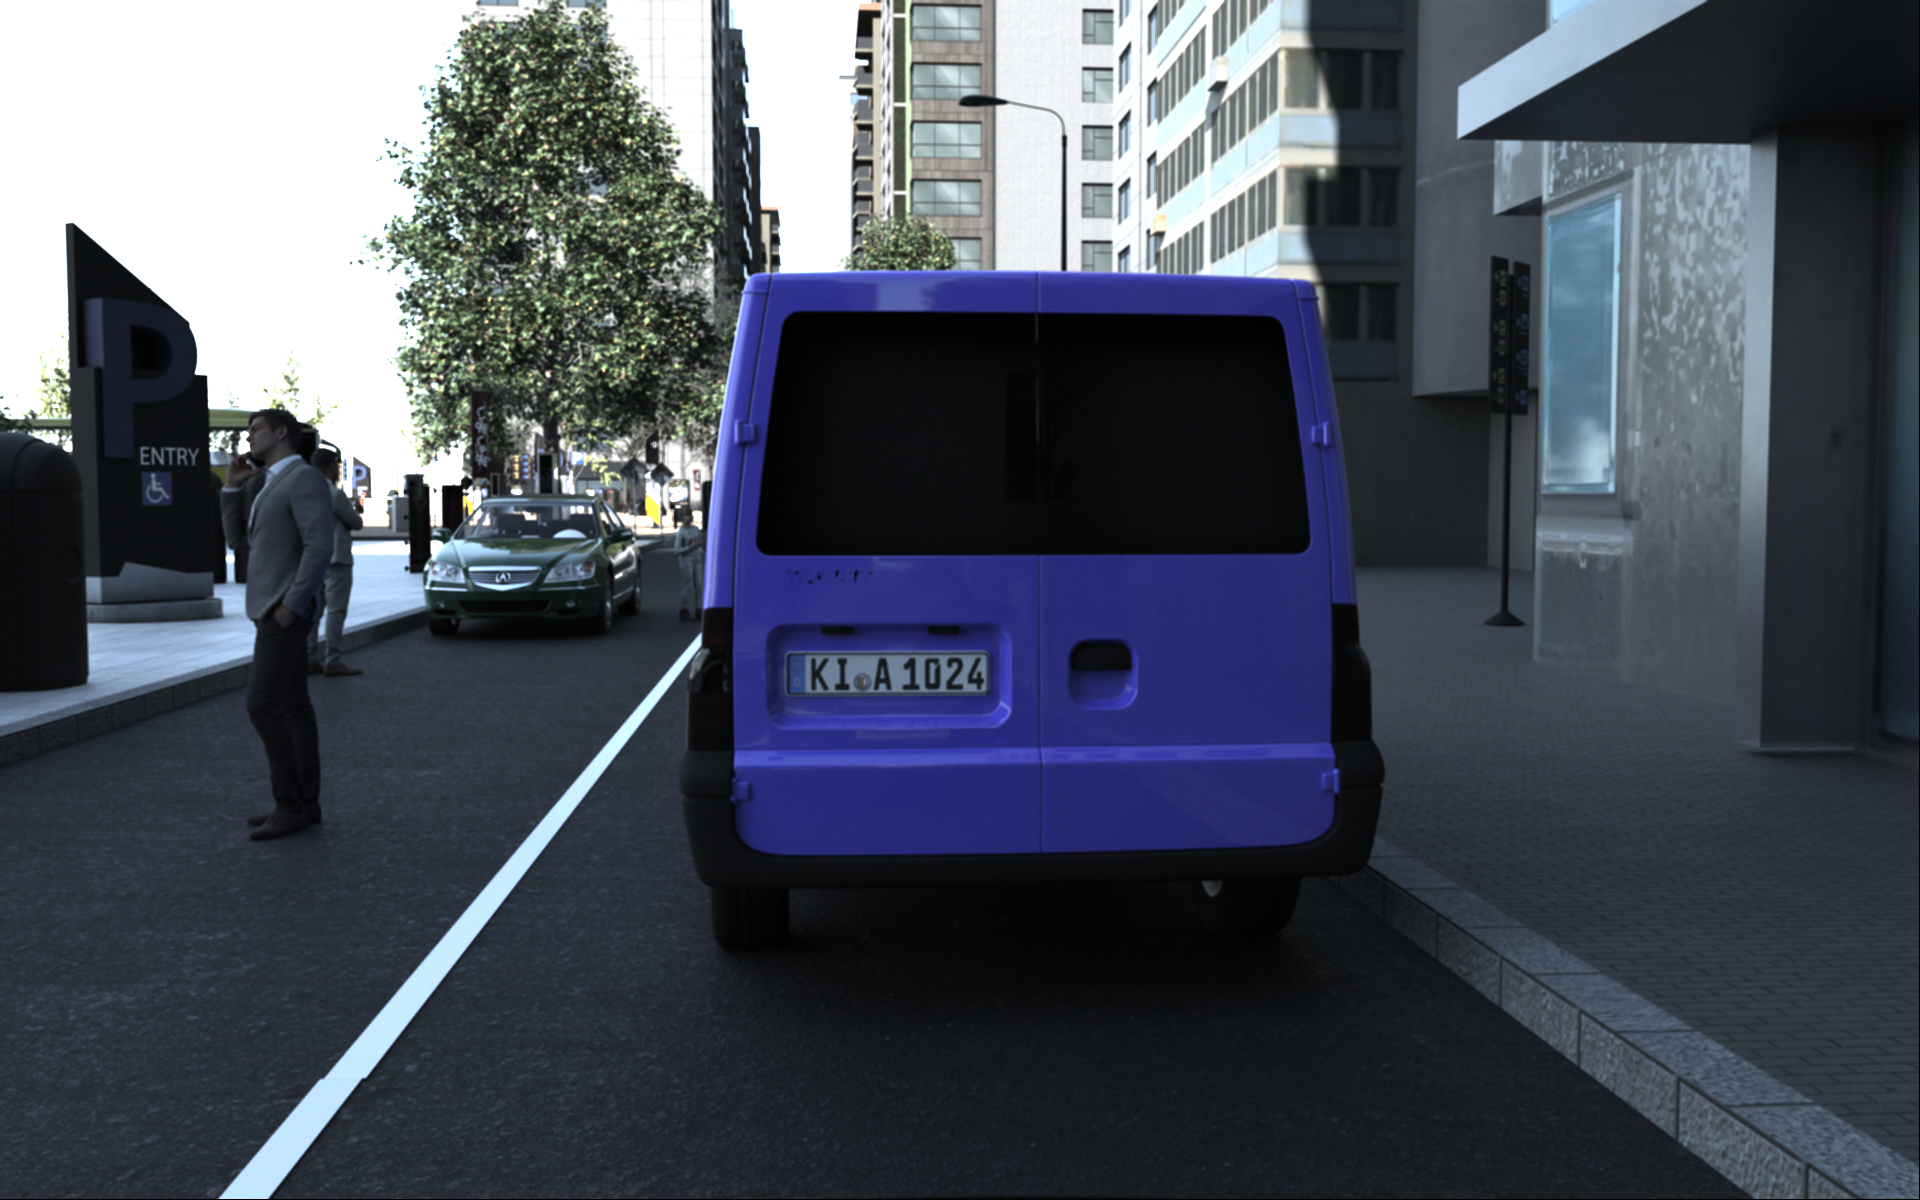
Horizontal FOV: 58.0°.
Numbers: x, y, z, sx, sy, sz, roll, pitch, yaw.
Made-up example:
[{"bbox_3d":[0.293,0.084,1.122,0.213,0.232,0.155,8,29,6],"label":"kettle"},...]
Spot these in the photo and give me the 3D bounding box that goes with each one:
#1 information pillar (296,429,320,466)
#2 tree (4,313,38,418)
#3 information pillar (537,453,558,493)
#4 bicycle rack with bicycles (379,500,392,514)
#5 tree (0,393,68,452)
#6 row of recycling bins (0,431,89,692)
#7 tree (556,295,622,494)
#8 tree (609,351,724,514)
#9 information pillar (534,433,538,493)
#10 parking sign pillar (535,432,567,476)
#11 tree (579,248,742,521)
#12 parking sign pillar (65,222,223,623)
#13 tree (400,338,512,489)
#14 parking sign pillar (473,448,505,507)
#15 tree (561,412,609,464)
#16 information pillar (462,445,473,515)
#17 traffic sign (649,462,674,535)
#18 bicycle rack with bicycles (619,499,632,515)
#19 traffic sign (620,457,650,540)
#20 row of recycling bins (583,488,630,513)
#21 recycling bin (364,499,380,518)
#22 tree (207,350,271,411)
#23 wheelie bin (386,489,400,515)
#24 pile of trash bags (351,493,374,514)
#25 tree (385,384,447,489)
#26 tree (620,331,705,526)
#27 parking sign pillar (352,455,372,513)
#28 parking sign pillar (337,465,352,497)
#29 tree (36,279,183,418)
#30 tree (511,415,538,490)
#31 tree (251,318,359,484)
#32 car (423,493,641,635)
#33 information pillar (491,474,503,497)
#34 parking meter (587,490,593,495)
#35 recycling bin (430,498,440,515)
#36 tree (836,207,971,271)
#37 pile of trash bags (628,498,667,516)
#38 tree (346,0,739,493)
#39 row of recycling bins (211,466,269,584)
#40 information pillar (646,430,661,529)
[{"bbox_3d":[-7.394,-0.925,19.612,0.304,2.012,0.304,-1,4,-20],"label":"information pillar"},{"bbox_3d":[-36.161,-7.469,72.473,4.737,8.622,4.395,0,3,0],"label":"tree"},{"bbox_3d":[-7.358,-1.619,30.969,0.304,2.012,0.304,0,4,0],"label":"information pillar"},{"bbox_3d":[-33.422,-5.398,101.633,2.852,0.926,2.925,-1,4,-22],"label":"bicycle rack with bicycles"},{"bbox_3d":[-18.367,-2.365,33.271,1.663,3.219,1.824,0,3,0],"label":"tree"},{"bbox_3d":[-7.005,-0.199,10.366,1.069,1.692,3.534,2,4,33],"label":"row of recycling bins"},{"bbox_3d":[-12.996,-6.584,58.014,4.737,8.622,4.395,0,3,0],"label":"tree"},{"bbox_3d":[-14.171,-10.123,99.917,8.767,10.594,7.601,2,4,26],"label":"tree"},{"bbox_3d":[-16.107,-4.561,65.923,0.183,3.616,0.504,0,4,-7],"label":"information pillar"},{"bbox_3d":[-17.648,-5.284,74.859,1.447,3.967,1.447,-1,4,-16],"label":"parking sign pillar"},{"bbox_3d":[-13.314,-10.601,83.692,12.009,13.543,11.850,0,3,0],"label":"tree"},{"bbox_3d":[-8.394,-1.792,17.774,1.447,3.967,1.447,2,4,30],"label":"parking sign pillar"},{"bbox_3d":[-22.022,-7.623,74.995,4.360,8.622,3.978,0,3,0],"label":"tree"},{"bbox_3d":[-21.224,-5.512,78.599,1.447,3.967,1.447,1,4,21],"label":"parking sign pillar"},{"bbox_3d":[-21.928,-10.894,112.529,8.767,10.594,7.601,0,4,-2],"label":"tree"},{"bbox_3d":[-23.304,-5.543,81.980,0.504,3.616,0.183,1,4,17],"label":"information pillar"},{"bbox_3d":[-9.377,-3.107,54.445,0.795,2.450,0.064,0,4,-5],"label":"traffic sign"},{"bbox_3d":[-24.036,-6.793,124.448,2.925,0.926,2.852,-1,4,-12],"label":"bicycle rack with bicycles"},{"bbox_3d":[-8.726,-2.620,46.486,0.795,2.450,0.064,0,4,-5],"label":"traffic sign"},{"bbox_3d":[-24.265,-6.841,118.958,3.534,1.692,1.069,1,4,17],"label":"row of recycling bins"},{"bbox_3d":[-31.144,-4.842,91.717,0.722,1.027,0.722,-1,4,-22],"label":"recycling bin"},{"bbox_3d":[-37.197,-8.415,87.941,4.360,8.622,3.978,0,3,0],"label":"tree"},{"bbox_3d":[-34.644,-5.991,105.853,0.980,1.594,0.693,2,4,31],"label":"wheelie bin"},{"bbox_3d":[-39.168,-6.356,113.669,1.912,1.369,3.447,-1,4,-20],"label":"pile of trash bags"},{"bbox_3d":[-33.947,-9.718,109.254,4.737,8.622,4.395,0,3,0],"label":"tree"},{"bbox_3d":[-12.160,-7.251,68.921,4.360,8.622,3.978,0,3,0],"label":"tree"},{"bbox_3d":[-41.045,-7.969,118.764,1.447,3.967,1.447,0,4,4],"label":"parking sign pillar"},{"bbox_3d":[-38.611,-7.231,106.692,1.447,3.967,1.447,0,4,-6],"label":"parking sign pillar"},{"bbox_3d":[-28.427,-6.656,59.181,4.737,8.622,4.395,0,3,0],"label":"tree"},{"bbox_3d":[-27.622,-9.436,104.641,4.360,8.622,3.978,0,3,0],"label":"tree"},{"bbox_3d":[-27.702,-7.475,72.575,4.737,8.622,4.395,0,3,0],"label":"tree"},{"bbox_3d":[-4.629,-0.455,19.229,2.131,1.459,4.920,0,4,-4],"label":"car"},{"bbox_3d":[-16.602,-3.524,62.115,0.304,2.012,0.304,1,4,9],"label":"information pillar"},{"bbox_3d":[-24.943,-6.624,116.717,0.372,1.533,0.369,0,3,0],"label":"parking meter"},{"bbox_3d":[-31.896,-5.666,105.188,0.722,1.027,0.722,0,4,6],"label":"recycling bin"},{"bbox_3d":[-2.166,-9.326,69.490,9.611,12.733,9.660,0,3,0],"label":"tree"},{"bbox_3d":[-17.471,-5.545,100.412,3.447,1.369,1.912,-1,4,-19],"label":"pile of trash bags"},{"bbox_3d":[-9.348,-7.491,39.488,9.611,12.733,9.660,0,3,0],"label":"tree"},{"bbox_3d":[-11.419,-1.076,24.705,3.534,1.692,1.069,-1,4,-21],"label":"row of recycling bins"},{"bbox_3d":[-11.147,-4.375,62.882,0.504,3.616,0.183,0,4,2],"label":"information pillar"}]
